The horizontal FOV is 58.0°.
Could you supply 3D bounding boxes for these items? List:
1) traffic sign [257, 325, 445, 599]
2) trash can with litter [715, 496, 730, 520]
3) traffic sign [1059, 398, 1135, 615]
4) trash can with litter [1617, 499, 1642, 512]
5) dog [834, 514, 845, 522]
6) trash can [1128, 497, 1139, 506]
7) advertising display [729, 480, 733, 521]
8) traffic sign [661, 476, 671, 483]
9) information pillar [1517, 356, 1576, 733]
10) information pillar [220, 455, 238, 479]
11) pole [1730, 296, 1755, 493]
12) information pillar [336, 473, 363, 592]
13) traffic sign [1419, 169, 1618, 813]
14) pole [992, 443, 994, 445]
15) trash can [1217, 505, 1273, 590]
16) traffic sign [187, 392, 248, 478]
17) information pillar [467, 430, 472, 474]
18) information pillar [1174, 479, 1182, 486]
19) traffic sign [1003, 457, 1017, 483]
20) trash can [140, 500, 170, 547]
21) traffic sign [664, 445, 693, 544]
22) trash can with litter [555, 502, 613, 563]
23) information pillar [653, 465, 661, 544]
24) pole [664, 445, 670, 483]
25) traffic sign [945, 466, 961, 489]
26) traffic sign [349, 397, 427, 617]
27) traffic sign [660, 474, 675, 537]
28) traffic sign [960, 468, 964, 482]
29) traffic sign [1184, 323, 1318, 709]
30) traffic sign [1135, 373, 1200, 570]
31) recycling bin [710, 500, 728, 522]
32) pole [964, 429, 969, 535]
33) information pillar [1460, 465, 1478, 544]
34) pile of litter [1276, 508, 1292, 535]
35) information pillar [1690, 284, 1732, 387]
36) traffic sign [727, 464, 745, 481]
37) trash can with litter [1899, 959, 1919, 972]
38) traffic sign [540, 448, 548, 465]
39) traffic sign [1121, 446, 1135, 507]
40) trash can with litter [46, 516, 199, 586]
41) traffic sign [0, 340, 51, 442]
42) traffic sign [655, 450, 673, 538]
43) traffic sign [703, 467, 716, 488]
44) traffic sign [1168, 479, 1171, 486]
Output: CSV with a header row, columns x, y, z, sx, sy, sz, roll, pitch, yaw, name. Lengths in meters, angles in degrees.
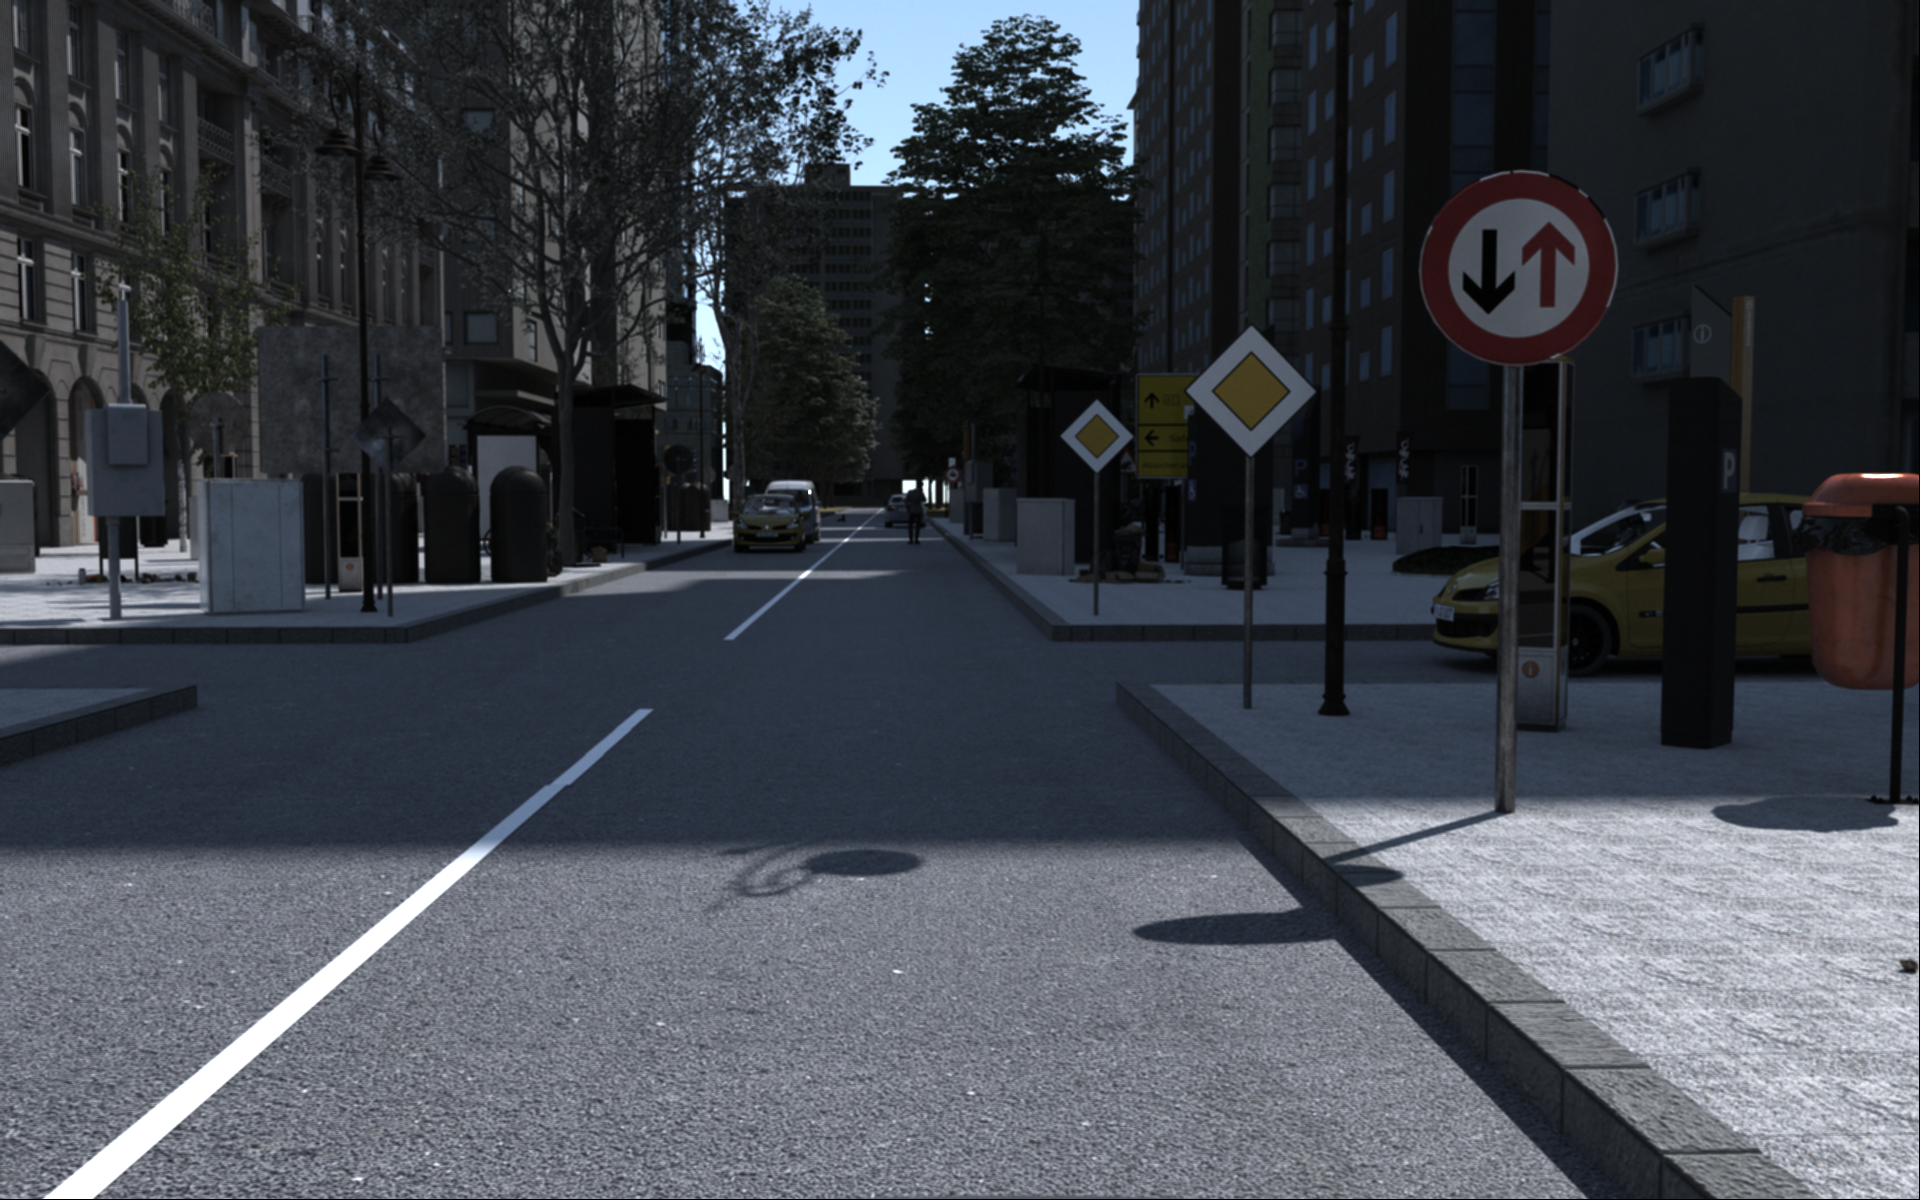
x,y,z,sx,sy,sz,roll,pitch,yaw,name
-7.381,-1.659,21.000,2.265,3.308,0.079,0,4,3,traffic sign
-11.940,-4.512,84.823,2.233,1.210,1.678,3,5,39,trash can with litter
1.438,-0.895,18.280,0.795,2.450,0.064,0,4,-2,traffic sign
13.569,-1.448,35.054,0.624,1.170,1.055,2,4,35,trash can with litter
-6.230,-4.286,90.263,0.748,0.427,0.550,-1,4,-14,dog
9.305,-4.994,93.306,0.748,1.137,0.748,0,3,0,trash can
-10.857,-4.699,82.047,0.123,1.923,0.974,-1,4,-9,advertising display
-13.260,-4.726,77.377,0.768,2.556,0.104,0,4,5,traffic sign
3.149,-0.302,9.436,0.304,2.012,0.304,2,4,28,information pillar
-13.645,-1.702,32.317,0.304,2.012,0.304,-1,4,-12,information pillar
8.076,-1.474,17.950,0.158,3.312,0.155,0,3,0,pole
-7.980,-1.112,22.679,0.304,2.012,0.304,-1,4,-11,information pillar
2.202,-0.417,6.920,0.768,2.556,0.104,0,4,5,traffic sign
1.191,-4.360,65.135,0.158,3.312,0.155,0,3,0,pole
3.831,-0.713,23.315,0.748,1.137,0.748,0,3,0,trash can
-9.273,-1.317,21.639,0.768,2.556,0.104,0,4,1,traffic sign
-14.107,-3.610,50.379,0.183,3.616,0.504,2,4,24,information pillar
10.301,-5.504,81.348,0.504,3.616,0.183,1,4,21,information pillar
1.630,-3.633,59.499,0.768,2.556,0.104,0,4,3,traffic sign
-19.500,-1.848,41.876,0.748,1.137,0.748,0,3,0,trash can
-7.243,-2.717,44.534,0.768,2.556,0.104,0,4,3,traffic sign
-7.018,-1.280,32.313,1.055,1.170,0.624,-1,4,-11,trash can with litter
-7.890,-2.444,44.452,0.304,2.012,0.304,1,4,22,information pillar
-12.121,-4.765,71.746,0.158,3.312,0.155,0,3,0,pole
-0.321,-4.856,79.503,0.768,2.556,0.104,0,4,7,traffic sign
-5.952,-0.881,18.044,0.795,2.450,0.064,0,4,-2,traffic sign
-8.980,-3.176,51.928,0.884,2.594,0.081,0,4,4,traffic sign
0.353,-4.939,80.851,0.768,2.556,0.104,0,4,8,traffic sign
1.717,-0.407,10.300,0.795,2.450,0.064,0,4,-2,traffic sign
4.089,-2.160,29.184,2.265,3.308,0.079,0,4,3,traffic sign
-10.987,-4.053,78.827,0.722,1.027,0.722,-2,4,-25,recycling bin
0.207,-3.709,54.493,0.158,3.312,0.155,0,3,0,pole
12.978,-2.426,44.162,0.304,2.012,0.304,-1,4,-13,information pillar
10.569,-2.500,54.845,1.176,0.858,1.719,1,4,17,pile of litter
8.321,-1.706,19.251,0.183,3.616,0.504,-3,4,-38,information pillar
-9.443,-4.463,73.076,0.768,2.556,0.104,0,4,4,traffic sign
3.785,0.391,4.665,2.233,1.210,1.678,2,4,26,trash can with litter
-11.496,-2.857,46.814,0.768,2.556,0.104,0,4,8,traffic sign
4.519,-2.877,47.041,0.884,2.594,0.081,0,4,6,traffic sign
-11.834,-0.858,25.081,2.233,1.210,1.678,0,4,-4,trash can with litter
-5.674,-0.393,10.063,0.795,2.450,0.064,0,4,-2,traffic sign
-8.518,-3.054,50.033,0.768,2.556,0.104,0,4,0,traffic sign
-11.731,-4.923,80.589,0.768,2.556,0.104,0,4,5,traffic sign
5.490,-2.766,45.332,0.768,2.556,0.104,0,3,0,traffic sign
